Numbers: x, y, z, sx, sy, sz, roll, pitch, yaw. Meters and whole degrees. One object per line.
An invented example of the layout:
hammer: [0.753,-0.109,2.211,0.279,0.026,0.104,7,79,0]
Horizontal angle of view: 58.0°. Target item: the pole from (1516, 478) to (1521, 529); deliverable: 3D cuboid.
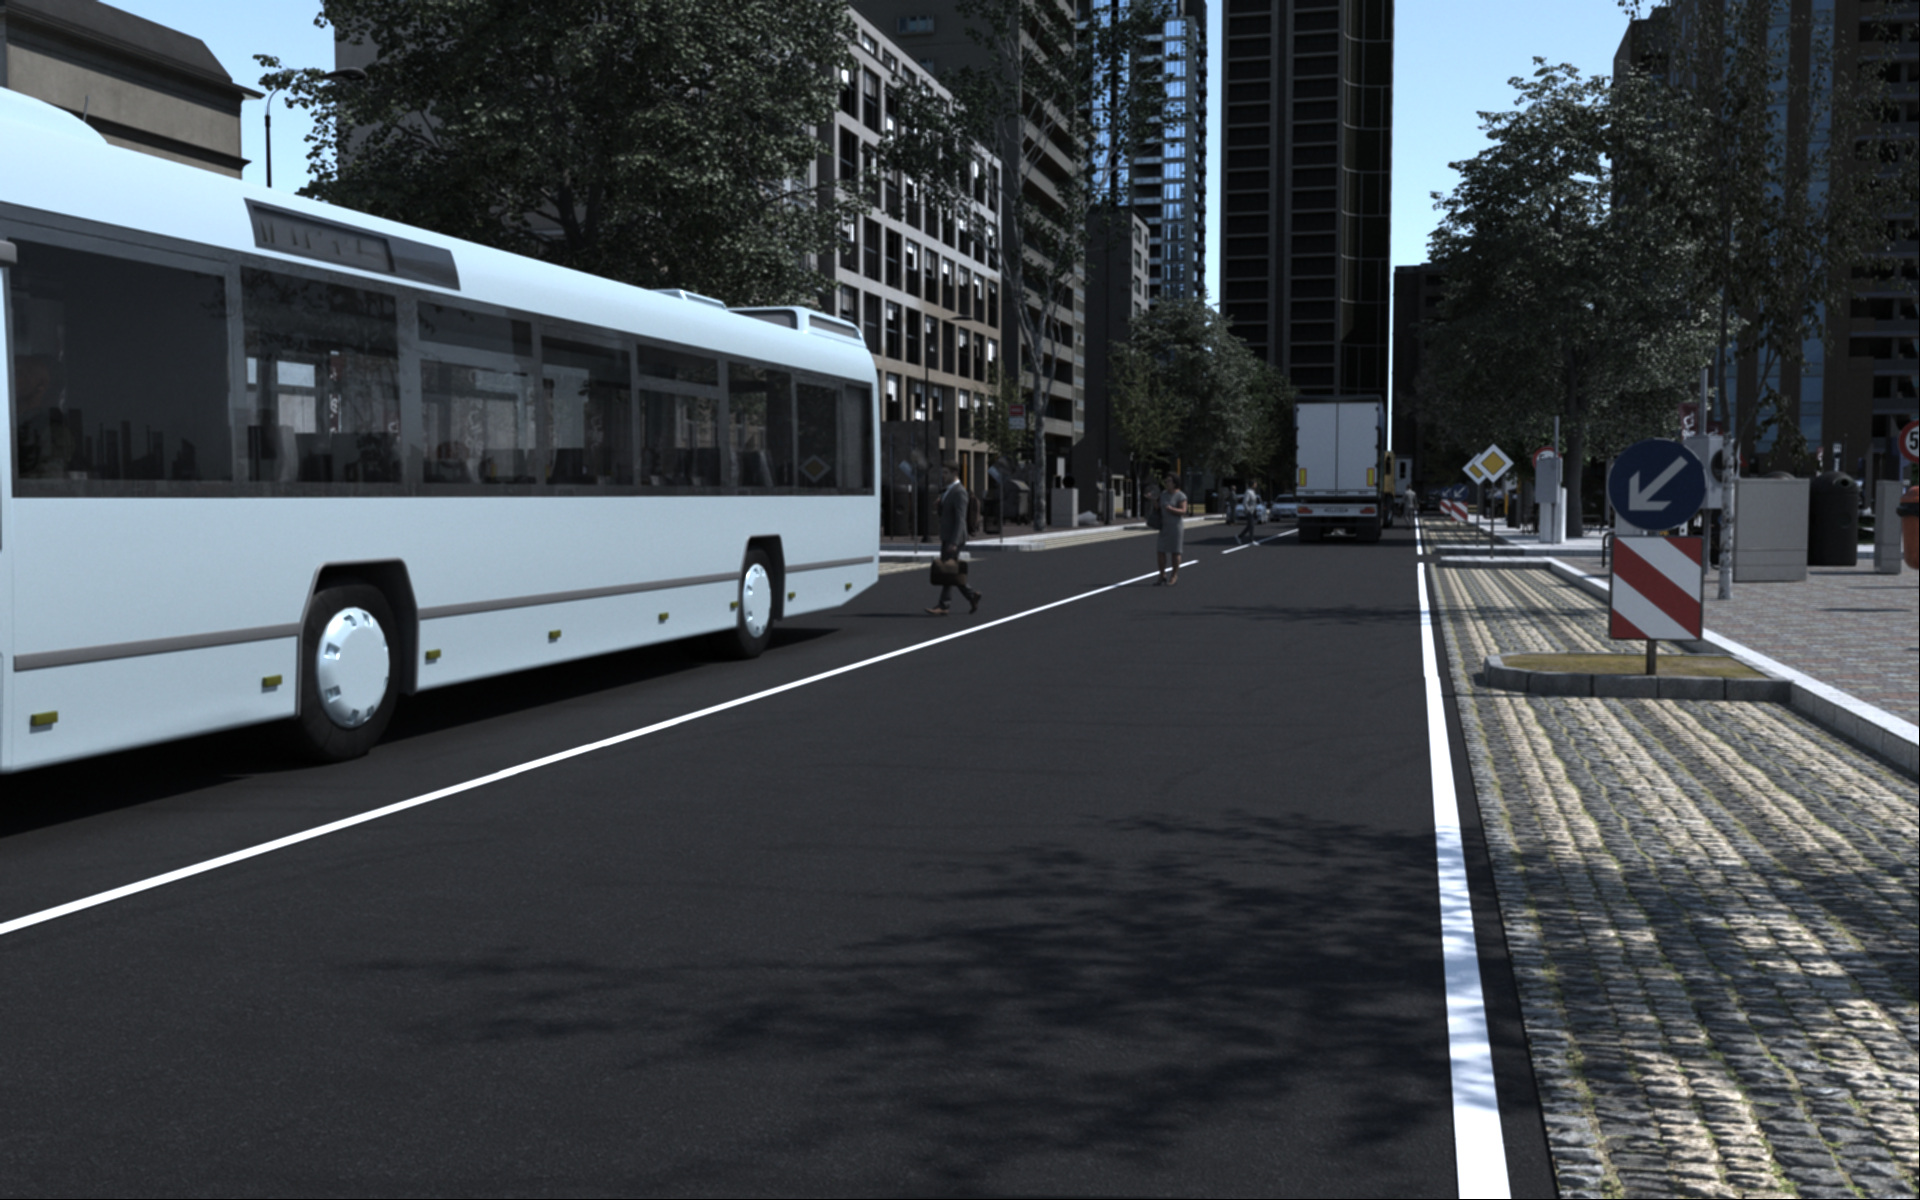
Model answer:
pole: [20.576,-4.275,63.734,0.158,3.312,0.155,0,3,0]

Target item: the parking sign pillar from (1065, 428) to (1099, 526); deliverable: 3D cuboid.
parking sign pillar: [4.909,-4.997,70.174,1.447,3.967,1.447,-2,4,-33]

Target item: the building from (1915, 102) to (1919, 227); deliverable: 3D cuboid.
building: [86.411,-43.649,151.909,20.611,71.187,20.563,1,4,15]

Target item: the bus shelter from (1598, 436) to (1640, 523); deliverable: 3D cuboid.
bus shelter: [24.451,-4.216,62.850,2.014,3.302,5.546,1,4,15]

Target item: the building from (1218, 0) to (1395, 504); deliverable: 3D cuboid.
building: [44.493,-47.911,221.604,20.611,71.187,20.563,1,4,15]

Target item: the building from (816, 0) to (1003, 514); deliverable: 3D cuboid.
building: [-10.871,-18.097,100.395,19.350,26.468,34.151,1,4,15]

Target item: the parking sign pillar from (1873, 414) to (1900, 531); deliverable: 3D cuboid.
parking sign pillar: [31.995,-4.317,59.057,1.447,3.967,1.447,-3,5,-42]

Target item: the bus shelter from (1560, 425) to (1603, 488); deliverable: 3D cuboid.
bus shelter: [29.821,-6.510,84.064,2.179,5.291,8.768,1,4,15]

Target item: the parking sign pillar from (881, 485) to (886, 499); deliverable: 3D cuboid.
parking sign pillar: [-3.051,-5.391,76.608,1.447,3.967,1.447,2,4,35]

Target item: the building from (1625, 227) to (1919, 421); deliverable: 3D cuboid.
building: [69.317,-17.938,138.327,27.650,21.520,28.899,1,4,15]

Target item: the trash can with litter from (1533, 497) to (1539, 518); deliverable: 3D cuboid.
trash can with litter: [26.492,-4.120,78.756,1.055,1.170,0.624,1,4,14]

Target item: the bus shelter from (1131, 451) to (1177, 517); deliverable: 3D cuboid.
bus shelter: [10.972,-6.522,97.913,1.731,3.624,6.357,1,4,15]

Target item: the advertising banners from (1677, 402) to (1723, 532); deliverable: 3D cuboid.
advertising banners: [14.572,-2.266,33.236,2.074,3.025,0.090,-1,4,-18]

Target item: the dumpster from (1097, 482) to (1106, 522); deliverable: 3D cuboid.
dumpster: [5.943,-4.505,79.415,1.264,1.857,1.865,1,4,14]

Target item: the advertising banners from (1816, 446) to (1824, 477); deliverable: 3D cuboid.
advertising banners: [30.938,-4.097,63.168,2.074,3.025,0.090,-2,4,-35]

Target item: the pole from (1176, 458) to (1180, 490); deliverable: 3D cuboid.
pole: [12.405,-6.410,98.649,0.158,3.312,0.155,0,3,0]

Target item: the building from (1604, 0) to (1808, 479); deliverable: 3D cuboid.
building: [68.067,-31.196,160.159,14.600,45.320,14.200,1,4,15]

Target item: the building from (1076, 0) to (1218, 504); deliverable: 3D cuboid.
building: [19.237,-55.931,227.138,31.000,86.520,22.319,1,4,15]

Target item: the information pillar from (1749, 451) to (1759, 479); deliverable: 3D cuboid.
information pillar: [42.630,-6.221,93.068,0.504,3.616,0.183,1,4,11]

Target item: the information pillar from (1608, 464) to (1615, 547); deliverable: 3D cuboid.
information pillar: [15.989,-2.301,42.106,0.304,2.012,0.304,-3,4,-36]

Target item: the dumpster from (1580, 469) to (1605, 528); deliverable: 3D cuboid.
dumpster: [24.245,-3.949,67.066,1.502,2.255,1.985,1,4,15]

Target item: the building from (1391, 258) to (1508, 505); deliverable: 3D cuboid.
building: [60.789,-27.126,215.213,14.107,30.474,14.160,1,4,15]

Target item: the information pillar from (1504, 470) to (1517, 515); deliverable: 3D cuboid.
information pillar: [21.315,-4.623,66.947,0.504,3.616,0.183,-1,4,-12]

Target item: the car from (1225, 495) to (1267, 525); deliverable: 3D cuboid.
car: [13.757,-4.349,83.111,2.014,1.417,4.499,1,4,13]

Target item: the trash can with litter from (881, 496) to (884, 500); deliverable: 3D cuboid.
trash can with litter: [-2.782,-3.866,74.274,2.233,1.210,1.678,-1,4,-15]

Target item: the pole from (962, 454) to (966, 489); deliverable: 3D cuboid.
pole: [0.222,-5.717,87.317,0.158,3.312,0.155,0,3,0]

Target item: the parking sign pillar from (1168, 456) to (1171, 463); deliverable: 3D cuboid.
parking sign pillar: [13.491,-7.643,113.440,1.447,3.967,1.447,1,4,19]

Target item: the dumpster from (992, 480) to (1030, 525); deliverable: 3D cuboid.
dumpster: [2.090,-4.018,71.450,1.264,1.857,1.865,1,4,15]

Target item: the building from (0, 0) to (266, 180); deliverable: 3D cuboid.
building: [-50.360,-15.144,80.890,30.059,22.955,16.112,1,4,15]

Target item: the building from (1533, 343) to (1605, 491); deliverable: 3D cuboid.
building: [83.316,-22.722,216.543,28.899,21.520,27.650,1,4,15]

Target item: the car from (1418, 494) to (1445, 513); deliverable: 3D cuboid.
car: [35.512,-7.382,130.489,2.009,1.686,4.222,1,4,15]

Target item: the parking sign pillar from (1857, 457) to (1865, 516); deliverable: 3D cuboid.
parking sign pillar: [47.985,-6.324,91.866,1.447,3.967,1.447,3,5,42]

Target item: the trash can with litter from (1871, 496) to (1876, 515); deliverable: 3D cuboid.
trash can with litter: [56.997,-5.905,107.927,0.624,1.170,1.055,2,4,27]

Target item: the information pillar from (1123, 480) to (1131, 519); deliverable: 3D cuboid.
information pillar: [8.737,-5.256,90.425,0.304,2.012,0.304,-3,4,-36]

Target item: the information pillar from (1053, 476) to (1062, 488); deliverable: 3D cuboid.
information pillar: [3.854,-3.931,68.760,0.304,2.012,0.304,0,4,-8]

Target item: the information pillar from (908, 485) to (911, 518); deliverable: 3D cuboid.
information pillar: [-2.426,-5.595,82.826,0.183,3.616,0.504,0,4,5]

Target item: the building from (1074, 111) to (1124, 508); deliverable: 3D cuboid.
building: [-1.789,-28.526,158.283,32.217,40.220,23.993,1,4,15]

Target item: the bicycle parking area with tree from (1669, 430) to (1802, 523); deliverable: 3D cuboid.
bicycle parking area with tree: [35.053,-5.595,78.478,8.231,4.147,9.016,2,4,25]

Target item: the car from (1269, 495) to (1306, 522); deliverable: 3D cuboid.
car: [17.213,-4.796,90.412,2.014,1.417,4.499,1,4,16]

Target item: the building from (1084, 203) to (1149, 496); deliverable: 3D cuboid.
building: [11.743,-24.756,176.458,14.107,30.474,14.160,1,4,15]

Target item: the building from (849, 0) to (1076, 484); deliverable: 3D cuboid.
building: [-3.500,-31.242,134.507,21.300,48.544,21.600,1,4,15]

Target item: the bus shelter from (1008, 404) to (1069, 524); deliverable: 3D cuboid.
bus shelter: [3.876,-6.228,79.463,2.179,5.291,8.768,1,4,15]

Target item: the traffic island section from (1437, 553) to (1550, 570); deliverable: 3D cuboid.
traffic island section: [10.530,-0.731,34.237,2.009,0.180,2.903,1,4,15]

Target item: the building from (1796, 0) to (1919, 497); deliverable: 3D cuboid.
building: [56.712,-28.657,118.659,14.600,45.320,14.200,1,4,15]

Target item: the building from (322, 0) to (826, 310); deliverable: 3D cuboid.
building: [-15.052,-17.574,73.235,13.634,28.700,20.117,1,4,15]
